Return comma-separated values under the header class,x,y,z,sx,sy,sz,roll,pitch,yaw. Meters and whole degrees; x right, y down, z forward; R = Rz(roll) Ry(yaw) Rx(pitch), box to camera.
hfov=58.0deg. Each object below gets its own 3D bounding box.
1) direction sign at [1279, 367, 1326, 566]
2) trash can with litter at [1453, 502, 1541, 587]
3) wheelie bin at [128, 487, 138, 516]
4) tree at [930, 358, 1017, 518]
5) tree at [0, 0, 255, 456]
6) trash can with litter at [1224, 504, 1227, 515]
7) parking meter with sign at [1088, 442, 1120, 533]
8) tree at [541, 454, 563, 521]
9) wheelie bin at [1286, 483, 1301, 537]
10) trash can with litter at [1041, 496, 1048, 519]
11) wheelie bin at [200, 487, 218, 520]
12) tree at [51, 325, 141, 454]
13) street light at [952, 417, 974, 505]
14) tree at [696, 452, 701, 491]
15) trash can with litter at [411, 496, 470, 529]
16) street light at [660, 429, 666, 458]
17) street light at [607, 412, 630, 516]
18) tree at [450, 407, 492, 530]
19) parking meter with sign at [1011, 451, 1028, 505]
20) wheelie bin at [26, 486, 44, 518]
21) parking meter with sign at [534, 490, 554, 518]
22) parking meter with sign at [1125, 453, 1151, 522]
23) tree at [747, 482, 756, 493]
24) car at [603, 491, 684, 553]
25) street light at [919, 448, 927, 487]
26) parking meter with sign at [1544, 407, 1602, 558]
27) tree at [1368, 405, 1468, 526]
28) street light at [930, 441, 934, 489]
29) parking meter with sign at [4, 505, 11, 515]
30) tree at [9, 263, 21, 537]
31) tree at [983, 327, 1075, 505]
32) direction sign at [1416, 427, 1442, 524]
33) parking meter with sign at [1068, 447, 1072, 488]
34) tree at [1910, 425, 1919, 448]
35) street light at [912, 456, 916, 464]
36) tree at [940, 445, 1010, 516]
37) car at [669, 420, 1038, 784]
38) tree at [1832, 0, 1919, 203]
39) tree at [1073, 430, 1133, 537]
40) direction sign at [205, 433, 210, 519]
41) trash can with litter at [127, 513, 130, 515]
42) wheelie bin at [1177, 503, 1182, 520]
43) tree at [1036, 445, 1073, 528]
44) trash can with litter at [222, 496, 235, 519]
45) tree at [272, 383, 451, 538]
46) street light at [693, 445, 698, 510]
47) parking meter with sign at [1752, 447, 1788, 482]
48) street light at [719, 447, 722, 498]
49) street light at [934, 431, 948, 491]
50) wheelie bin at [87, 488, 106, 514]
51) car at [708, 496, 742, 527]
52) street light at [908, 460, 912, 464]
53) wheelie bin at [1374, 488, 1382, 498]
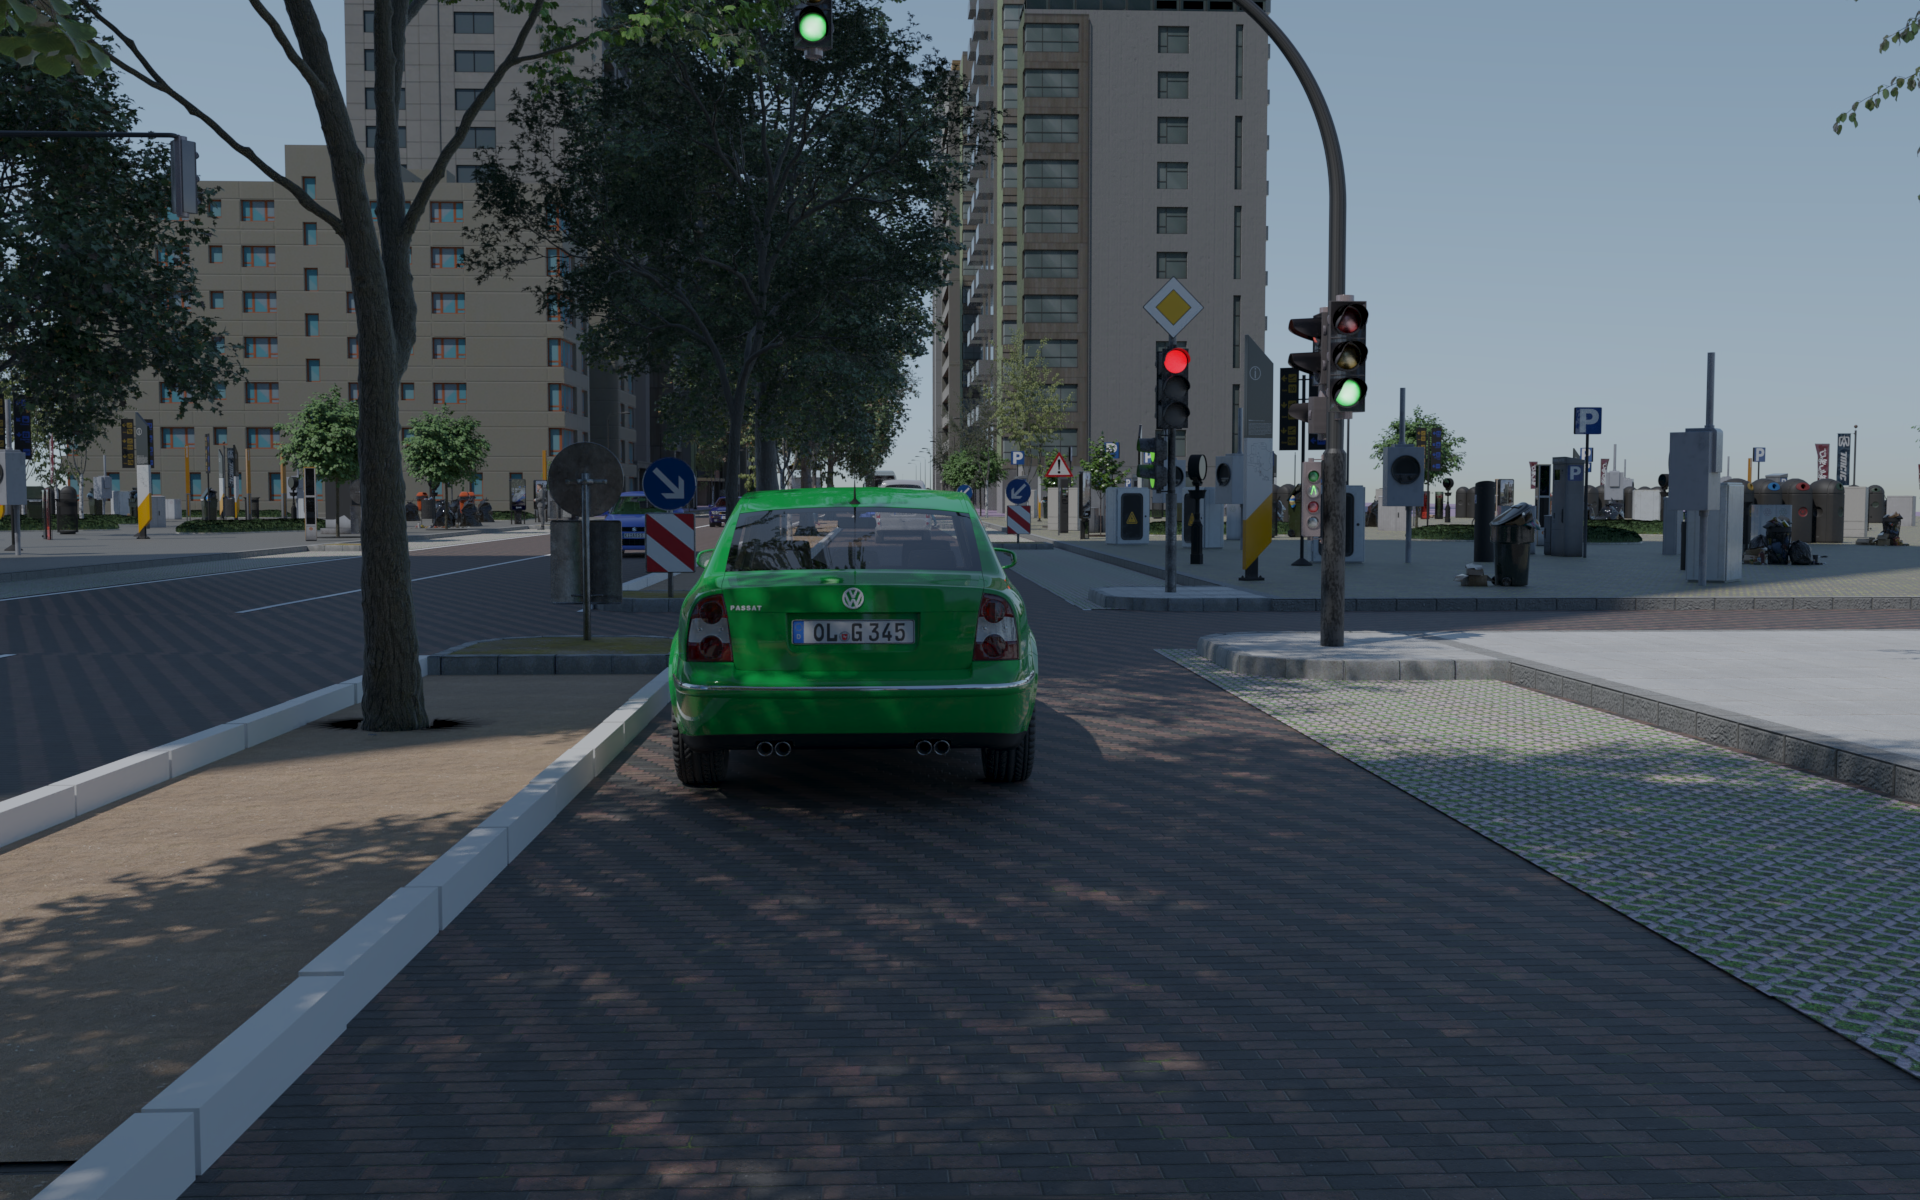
class,x,y,z,sx,sy,sz,roll,pitch,yaw
direction sign,6.126,-2.382,30.939,0.876,3.537,0.379,2,4,27
trash can with litter,7.467,-0.777,24.088,1.055,1.170,0.624,0,4,-5
wheelie bin,-38.728,-4.508,81.608,0.980,1.594,0.693,2,4,25
tree,1.200,-8.725,93.012,4.360,8.622,3.978,0,3,0
tree,-16.936,-6.845,28.932,9.611,12.733,9.660,0,3,0
trash can with litter,9.113,-2.735,56.108,1.055,1.170,0.624,0,4,1
parking meter with sign,4.705,-3.754,57.632,0.543,3.016,1.738,2,4,29
tree,-19.458,-5.468,83.997,1.663,3.219,1.824,0,3,0
wheelie bin,10.131,-2.661,51.420,0.693,1.594,0.980,2,4,31
trash can with litter,4.600,-4.830,90.364,0.624,1.170,1.055,1,4,18
wheelie bin,-34.533,-4.390,79.692,0.693,1.594,0.980,-3,4,-37
tree,-33.480,-7.067,65.903,4.360,8.622,3.978,0,3,0
street light,0.272,-8.105,105.053,1.470,5.913,1.316,0,4,-3
tree,-24.754,-13.596,172.656,4.737,8.622,4.395,0,3,0
trash can with litter,-19.605,-3.314,65.244,2.233,1.210,1.678,-1,4,-23
street light,-20.374,-9.083,121.050,1.470,5.913,1.316,0,4,-3
street light,-19.324,-7.673,97.988,1.470,5.913,1.316,0,4,-3
tree,-18.309,-4.764,61.606,4.285,4.588,4.351,0,3,0
parking meter with sign,2.426,-4.479,69.487,0.543,3.016,1.738,0,4,-6
wheelie bin,-36.581,-3.702,68.437,0.980,1.594,0.693,-2,4,-29
parking meter with sign,-21.950,-5.902,92.751,1.738,3.016,0.543,1,4,12
parking meter with sign,6.720,-4.326,66.993,1.738,3.016,0.543,-3,4,-38
tree,-26.094,-13.488,215.127,1.663,3.219,1.824,0,3,0
car,-7.412,-1.895,40.572,1.945,1.707,3.694,0,4,-4
street light,-3.149,-12.329,174.120,1.470,5.913,1.316,0,4,-3
parking meter with sign,12.512,-2.405,35.578,0.543,3.016,1.738,0,4,-4
tree,16.614,-4.857,63.133,4.285,4.588,4.351,0,3,0
street light,-1.932,-10.911,150.943,1.470,5.913,1.316,0,4,-3
parking meter with sign,-51.585,-5.963,93.748,0.543,3.016,1.738,0,4,-1
tree,-28.090,-6.200,51.735,4.737,8.622,4.395,0,3,0
tree,2.983,-7.687,76.046,4.737,8.622,4.395,0,3,0
direction sign,15.949,-4.098,58.993,0.876,3.537,0.379,0,4,-7
parking meter with sign,4.858,-4.106,63.390,1.738,3.016,0.543,1,4,9
tree,26.972,-3.789,45.666,4.285,4.588,4.351,0,3,0
street light,-4.783,-14.595,211.172,1.470,5.913,1.316,0,4,-3
tree,1.143,-7.150,100.618,4.285,4.588,4.351,0,3,0
car,-0.594,-0.071,9.961,1.959,1.807,4.718,0,4,-3
tree,6.475,-3.663,10.250,4.360,8.622,3.978,0,3,0
tree,4.386,-3.526,52.257,1.663,3.219,1.824,0,3,0
direction sign,-28.254,-4.471,65.100,0.379,3.537,0.876,-2,4,-32
trash can with litter,-41.209,-4.600,86.591,0.624,1.170,1.055,3,5,44
wheelie bin,9.800,-4.255,77.476,0.980,1.594,0.693,-1,4,-18
tree,3.557,-4.388,66.353,1.663,3.219,1.824,0,3,0
trash can with litter,-31.132,-3.791,73.040,2.233,1.210,1.678,0,4,8
tree,-18.201,-4.098,50.716,4.285,4.588,4.351,0,3,0
street light,-21.438,-10.465,143.644,1.470,5.913,1.316,0,4,-3
parking meter with sign,30.065,-4.132,63.812,0.543,3.016,1.738,-1,4,-22
street light,-22.592,-11.885,166.853,1.470,5.913,1.316,0,4,-3
street light,-0.949,-9.498,127.831,1.470,5.913,1.316,0,4,-3
wheelie bin,-45.118,-5.050,90.471,0.693,1.594,0.980,2,4,32
car,-10.044,-3.896,76.280,1.945,1.354,3.894,0,4,-2
street light,-5.865,-15.977,233.765,1.470,5.913,1.316,0,4,-3
wheelie bin,22.334,-5.112,91.488,0.693,1.594,0.980,-2,4,-28
